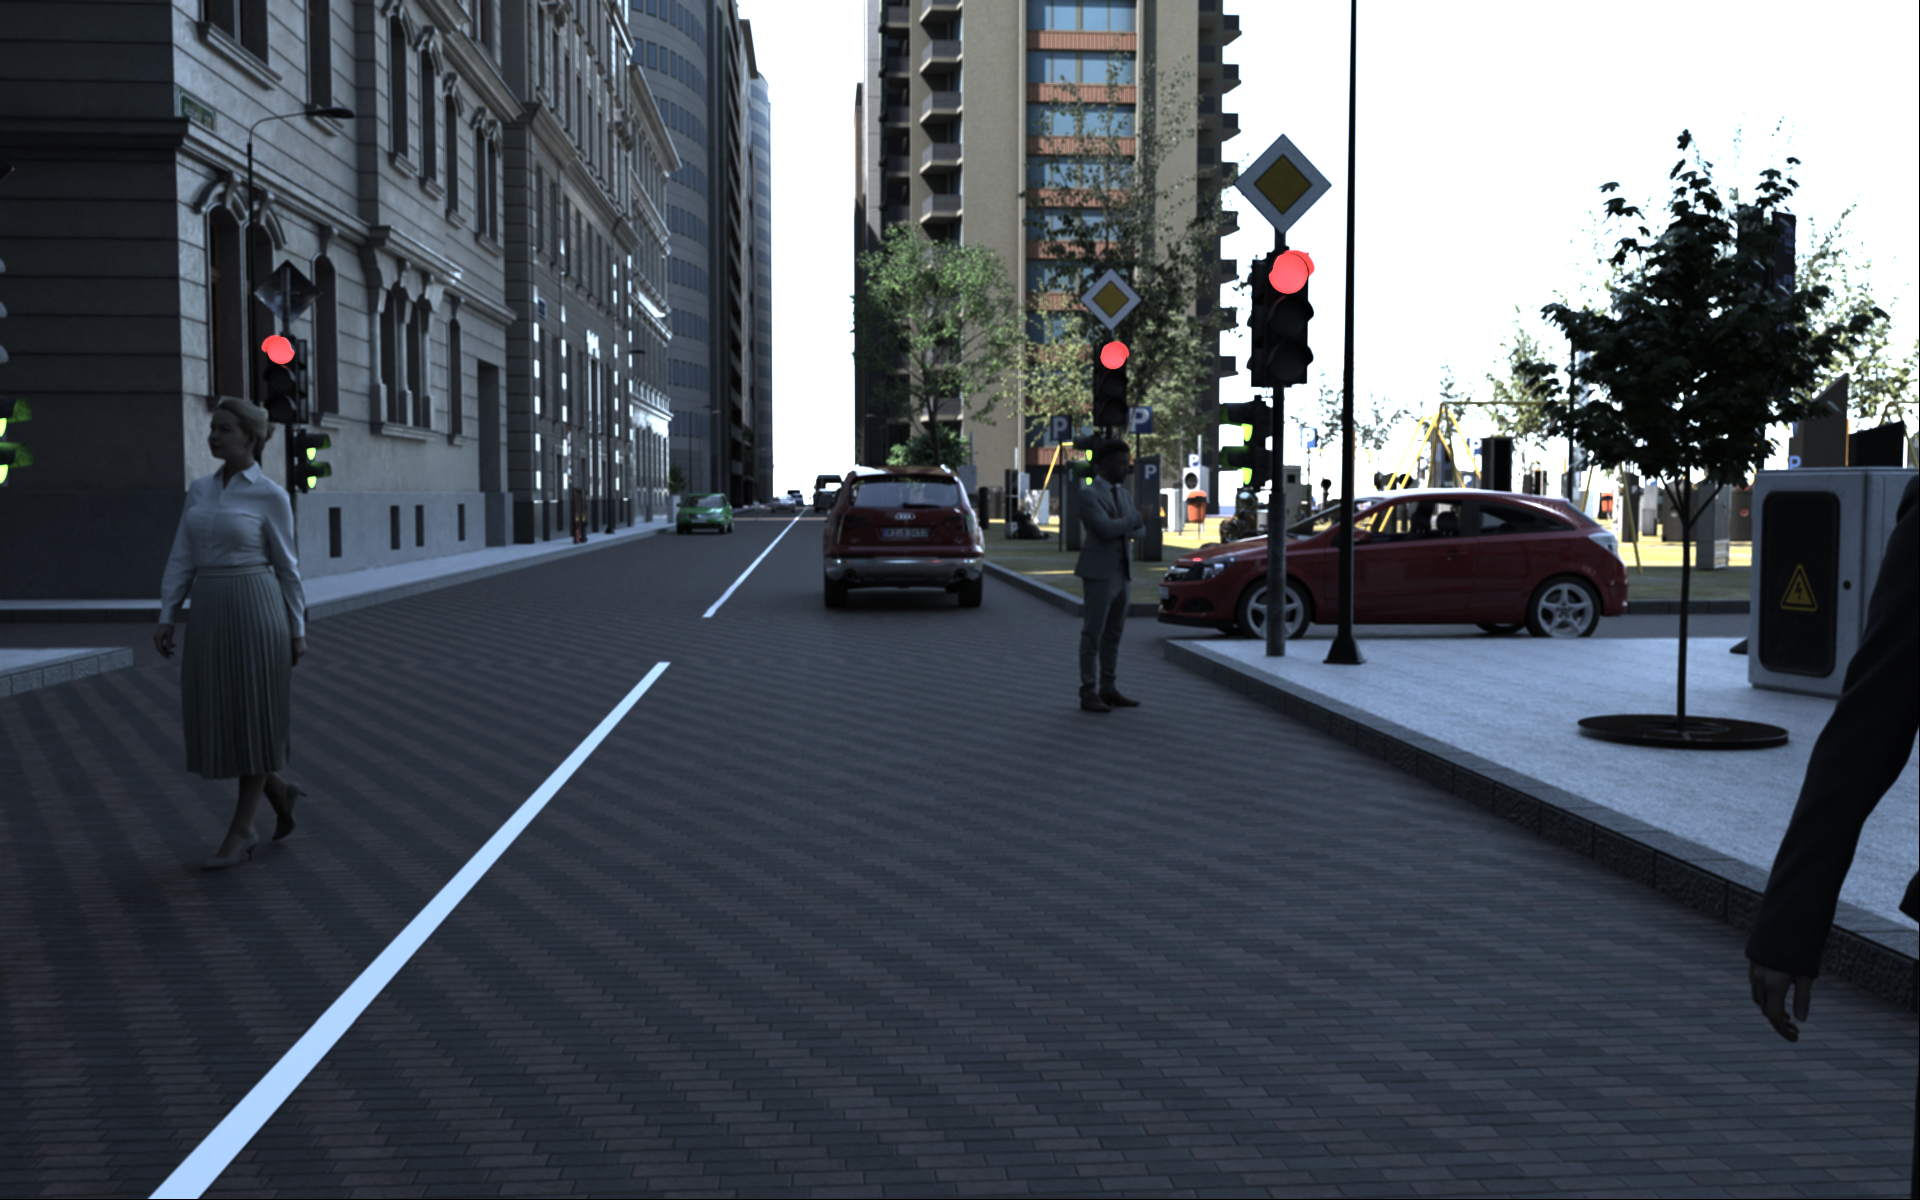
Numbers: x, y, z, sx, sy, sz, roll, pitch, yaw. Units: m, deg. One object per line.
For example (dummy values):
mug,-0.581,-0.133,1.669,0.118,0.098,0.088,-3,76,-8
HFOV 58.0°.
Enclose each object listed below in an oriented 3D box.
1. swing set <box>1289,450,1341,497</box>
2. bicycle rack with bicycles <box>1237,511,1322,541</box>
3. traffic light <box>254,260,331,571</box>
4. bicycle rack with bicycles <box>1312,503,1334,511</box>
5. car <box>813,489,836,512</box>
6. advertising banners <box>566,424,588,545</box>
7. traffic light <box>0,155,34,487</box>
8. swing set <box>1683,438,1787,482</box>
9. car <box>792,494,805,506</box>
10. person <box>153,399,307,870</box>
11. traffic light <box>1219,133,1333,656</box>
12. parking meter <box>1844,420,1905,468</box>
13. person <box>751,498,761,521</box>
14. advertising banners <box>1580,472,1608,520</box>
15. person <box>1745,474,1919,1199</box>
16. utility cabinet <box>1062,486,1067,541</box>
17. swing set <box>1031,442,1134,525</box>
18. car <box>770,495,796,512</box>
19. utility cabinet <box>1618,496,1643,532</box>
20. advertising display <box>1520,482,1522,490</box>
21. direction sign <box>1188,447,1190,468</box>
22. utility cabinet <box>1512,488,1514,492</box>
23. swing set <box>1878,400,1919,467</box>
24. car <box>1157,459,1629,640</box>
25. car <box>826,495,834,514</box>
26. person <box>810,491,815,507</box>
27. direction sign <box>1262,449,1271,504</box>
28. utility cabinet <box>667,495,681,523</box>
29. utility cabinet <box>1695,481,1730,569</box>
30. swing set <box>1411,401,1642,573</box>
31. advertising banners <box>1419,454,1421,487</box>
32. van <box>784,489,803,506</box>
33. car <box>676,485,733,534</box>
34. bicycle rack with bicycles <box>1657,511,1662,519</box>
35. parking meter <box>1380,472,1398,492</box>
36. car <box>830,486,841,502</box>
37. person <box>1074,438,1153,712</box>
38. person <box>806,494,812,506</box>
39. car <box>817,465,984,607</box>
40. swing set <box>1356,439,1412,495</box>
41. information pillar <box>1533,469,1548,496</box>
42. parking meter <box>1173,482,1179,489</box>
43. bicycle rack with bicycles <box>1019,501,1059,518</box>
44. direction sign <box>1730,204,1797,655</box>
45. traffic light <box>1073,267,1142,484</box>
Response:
swing set,13.322,-3.919,61.703,3.119,2.851,2.862,0,4,-2
bicycle rack with bicycles,6.146,-1.046,30.491,2.925,0.926,2.852,0,4,2
traffic light,-8.033,-1.950,20.796,0.839,4.253,0.868,0,4,-5
bicycle rack with bicycles,15.842,-3.644,72.956,2.925,0.926,2.852,-2,4,-33
car,-10.479,-7.859,137.163,2.281,1.827,5.304,0,4,-6
advertising banners,-9.850,-2.953,44.468,0.090,3.025,2.074,0,4,1
traffic light,-7.387,-1.463,12.837,0.839,4.253,0.868,0,4,-5
swing set,22.637,-3.202,49.969,2.862,2.851,3.119,0,4,-5
car,-18.967,-11.744,201.604,1.945,1.707,3.694,0,4,-6
person,-2.820,0.115,6.846,0.478,1.798,0.641,1,4,20
traffic light,2.490,-1.513,13.652,0.839,4.253,0.868,0,4,-5
parking meter,7.274,-0.497,13.832,0.399,1.863,0.255,1,4,13
person,-10.999,-4.884,93.368,0.505,1.210,0.382,-1,4,-22
advertising banners,31.542,-5.531,86.626,2.074,3.025,0.090,-1,4,-15
person,1.291,0.420,2.060,0.576,1.772,0.534,-1,4,-16
utility cabinet,3.308,-2.301,46.295,1.173,1.500,0.318,1,4,15
swing set,3.949,-3.360,52.557,2.862,2.851,3.119,-3,4,-38
car,-14.017,-7.644,137.339,2.083,1.381,4.827,0,4,-5
utility cabinet,22.957,-2.927,59.024,1.020,1.237,0.306,-1,4,-14
advertising display,29.280,-5.187,90.027,0.123,1.923,0.974,0,4,-1
direction sign,10.966,-5.572,83.104,0.379,3.537,0.876,0,4,3
utility cabinet,20.781,-3.570,67.054,1.173,1.500,0.318,0,4,7
swing set,17.042,-1.936,29.278,3.119,2.851,2.862,-1,4,-12
car,4.172,-0.484,16.950,4.494,1.783,2.155,0,4,-3
car,-7.970,-6.302,115.399,2.083,1.381,4.827,0,4,-5
person,-16.327,-11.278,192.981,0.705,1.814,1.350,1,4,20
direction sign,15.298,-5.832,87.353,0.379,3.537,0.876,-3,5,-45
utility cabinet,-12.689,-4.013,76.770,0.306,1.237,1.020,1,4,10
utility cabinet,12.846,-1.274,29.509,0.318,1.500,1.173,2,4,35
swing set,9.656,-1.936,29.274,3.119,2.851,2.862,0,4,-3
advertising banners,18.516,-4.478,69.406,0.090,3.025,2.074,1,4,21
van,-19.868,-12.396,207.060,2.240,2.365,5.245,0,4,-6
car,-9.324,-3.339,63.391,1.959,1.807,4.718,0,4,-3
bicycle rack with bicycles,27.868,-3.242,66.390,2.852,0.926,2.925,0,4,-8
parking meter,11.278,-2.437,45.557,0.255,1.863,0.399,-3,4,-37
car,-5.129,-4.502,82.283,2.281,1.827,5.304,0,4,-5
person,1.035,-0.173,11.513,0.466,1.800,0.511,2,4,27
person,-17.824,-11.824,205.088,1.065,1.426,0.557,3,5,44
car,-0.819,-0.910,23.560,2.281,1.827,5.304,0,4,-3
swing set,9.183,-2.197,33.538,2.862,2.851,3.119,1,4,9
information pillar,17.257,-2.876,51.517,0.304,2.012,0.304,-3,4,-38
parking meter,10.220,-4.640,81.569,0.399,1.863,0.255,2,4,25
bicycle rack with bicycles,3.933,-4.910,93.662,2.852,0.926,2.925,-2,4,-27
direction sign,6.418,-1.338,13.869,0.876,3.537,0.379,-3,4,-38
traffic light,1.844,-1.999,21.611,0.839,4.253,0.868,0,4,-5
